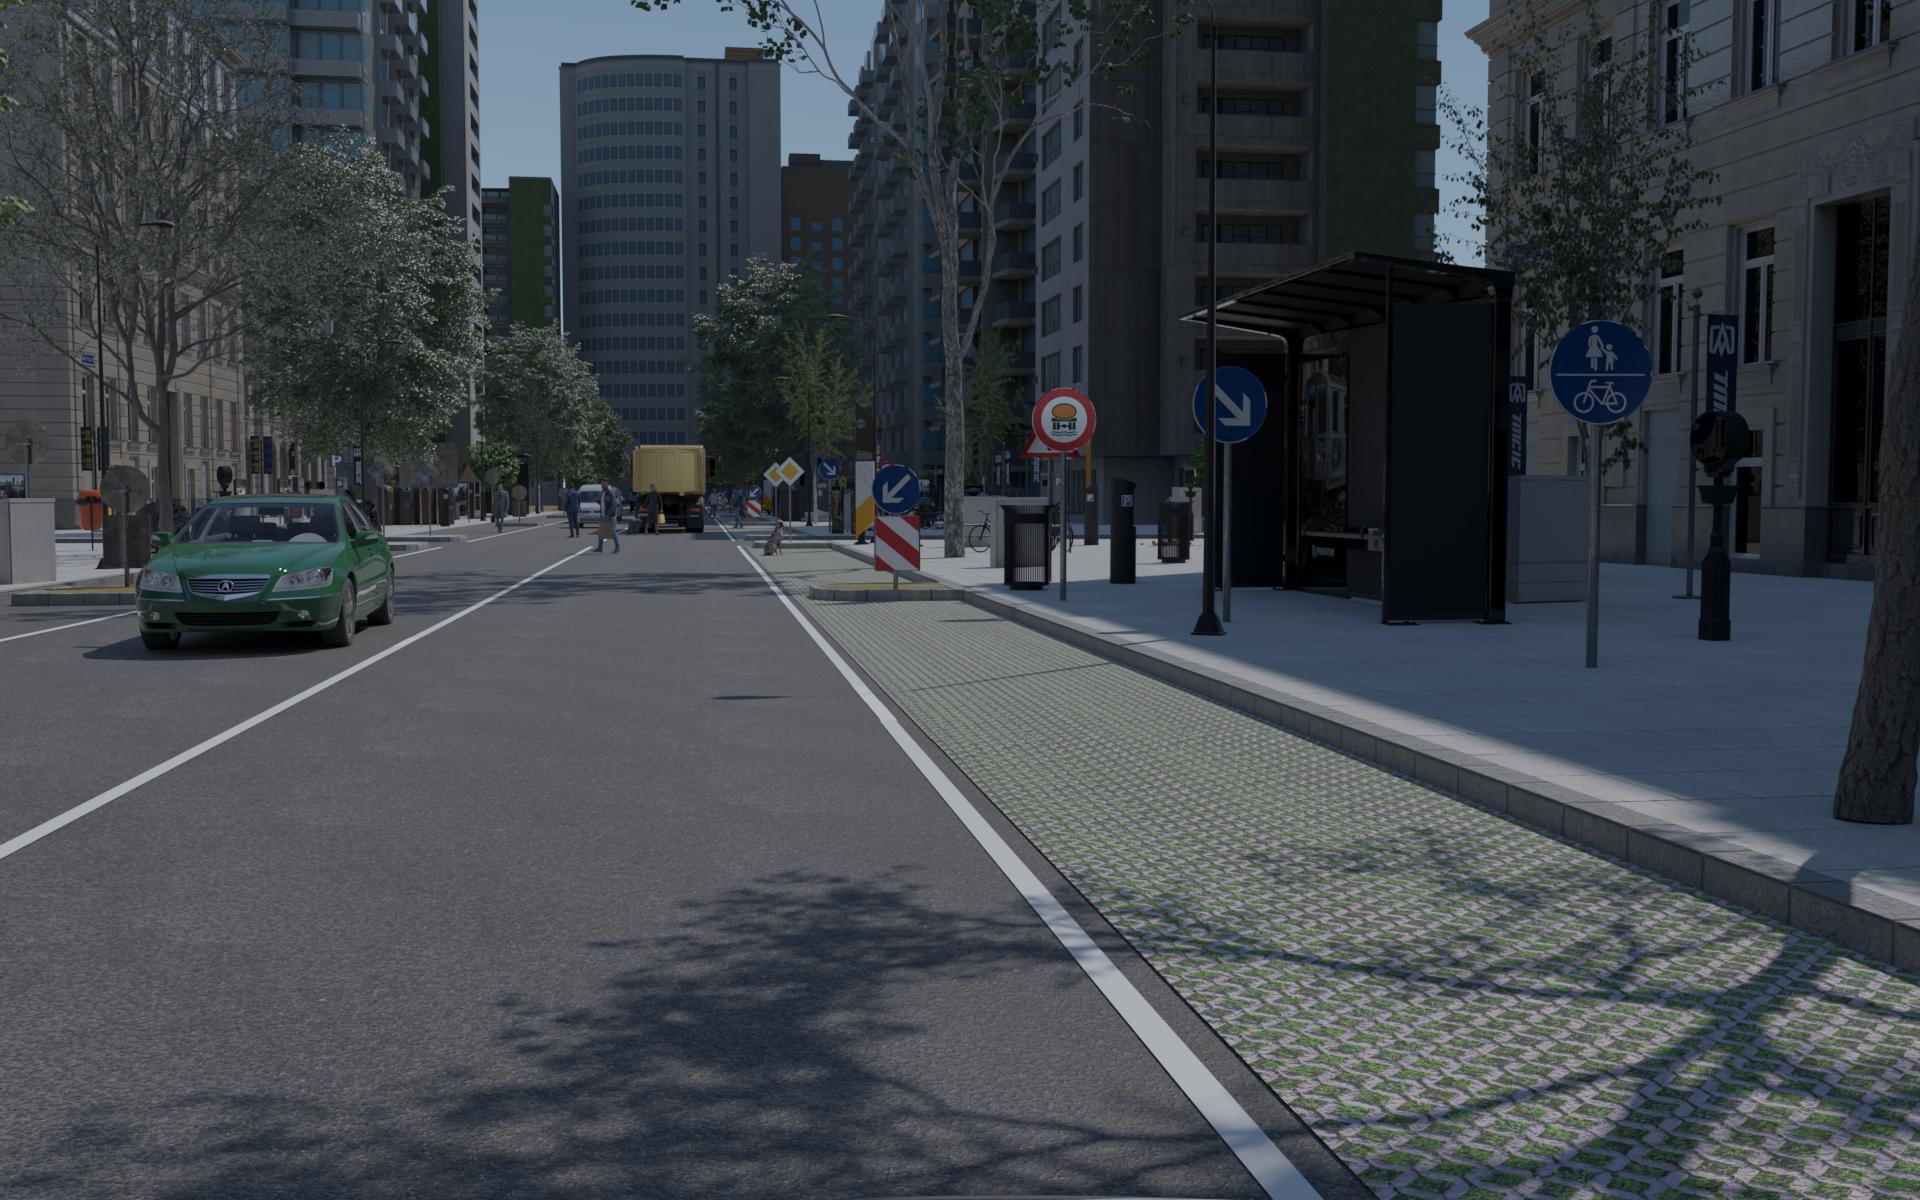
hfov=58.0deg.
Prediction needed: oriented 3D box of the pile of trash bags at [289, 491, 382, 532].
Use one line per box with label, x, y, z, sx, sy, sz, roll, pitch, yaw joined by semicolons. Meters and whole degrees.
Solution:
pile of trash bags;-21.217;-2.975;58.401;3.447;1.369;1.912;1;4;15

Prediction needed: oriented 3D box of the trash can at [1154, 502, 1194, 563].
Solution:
trash can;3.992;-1.265;32.334;0.748;1.137;0.748;0;3;0

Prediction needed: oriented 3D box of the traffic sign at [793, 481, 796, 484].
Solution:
traffic sign;-10.358;-6.461;105.740;0.768;2.556;0.104;0;3;0

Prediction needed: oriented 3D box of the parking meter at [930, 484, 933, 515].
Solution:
parking meter;-1.650;-5.546;96.383;0.255;1.863;0.399;0;4;-7

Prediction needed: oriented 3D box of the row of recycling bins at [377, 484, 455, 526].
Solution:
row of recycling bins;-22.596;-3.936;71.464;1.069;1.692;3.534;3;5;45

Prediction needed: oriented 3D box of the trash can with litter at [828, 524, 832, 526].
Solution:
trash can with litter;-4.704;-3.684;71.295;1.678;1.210;2.233;3;5;42

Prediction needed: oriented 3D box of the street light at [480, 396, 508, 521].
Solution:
street light;-22.148;-6.714;82.308;1.470;5.913;1.316;-1;4;-9

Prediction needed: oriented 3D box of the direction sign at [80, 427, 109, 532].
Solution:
direction sign;-29.162;-4.064;58.436;0.876;3.537;0.379;0;4;-6

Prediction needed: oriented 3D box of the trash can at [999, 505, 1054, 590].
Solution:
trash can;0.891;-0.708;23.231;0.748;1.137;0.748;0;3;0

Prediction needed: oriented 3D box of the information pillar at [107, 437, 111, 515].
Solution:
information pillar;-30.371;-4.303;61.704;0.183;3.616;0.504;-1;4;-14

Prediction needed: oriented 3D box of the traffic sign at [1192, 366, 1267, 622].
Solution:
traffic sign;2.676;-1.052;17.311;0.768;2.556;0.104;-1;4;-8

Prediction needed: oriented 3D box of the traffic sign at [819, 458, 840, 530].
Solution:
traffic sign;-4.627;-3.757;61.535;0.768;2.556;0.104;0;4;-2

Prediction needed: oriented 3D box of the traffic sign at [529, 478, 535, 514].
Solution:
traffic sign;-27.887;-6.744;112.392;0.606;2.300;0.079;0;4;-7

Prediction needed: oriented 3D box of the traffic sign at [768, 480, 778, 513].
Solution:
traffic sign;-10.989;-6.091;101.713;0.606;2.300;0.079;0;4;0

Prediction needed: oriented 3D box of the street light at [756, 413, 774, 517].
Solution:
street light;-11.095;-7.700;98.443;1.470;5.913;1.316;-1;4;-9

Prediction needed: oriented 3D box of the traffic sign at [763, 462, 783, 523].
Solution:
traffic sign;-5.772;-3.099;54.316;0.795;2.450;0.064;-1;4;-9

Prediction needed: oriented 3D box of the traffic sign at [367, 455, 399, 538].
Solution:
traffic sign;-14.933;-2.521;44.853;0.795;2.450;0.064;-1;4;-9

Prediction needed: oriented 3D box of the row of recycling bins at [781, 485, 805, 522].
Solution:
row of recycling bins;-7.824;-4.605;82.407;1.069;1.692;3.534;0;4;4

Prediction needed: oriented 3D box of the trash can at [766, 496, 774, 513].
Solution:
trash can;-12.516;-6.294;114.554;0.748;1.137;0.748;0;3;0

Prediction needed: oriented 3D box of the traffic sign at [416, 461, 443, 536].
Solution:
traffic sign;-16.147;-3.003;52.746;0.795;2.450;0.064;-1;4;-9

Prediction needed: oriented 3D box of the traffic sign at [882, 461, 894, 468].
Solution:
traffic sign;-2.818;-4.121;67.481;0.768;2.556;0.104;0;4;-5

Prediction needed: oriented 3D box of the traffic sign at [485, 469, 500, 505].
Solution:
traffic sign;-24.000;-5.432;88.919;0.768;2.556;0.104;0;4;-5

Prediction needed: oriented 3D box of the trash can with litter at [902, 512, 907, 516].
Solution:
trash can with litter;-3.219;-5.020;93.140;1.678;1.210;2.233;1;4;23

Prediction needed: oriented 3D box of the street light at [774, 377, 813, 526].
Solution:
street light;-6.563;-5.902;69.046;1.470;5.913;1.316;-1;4;-9

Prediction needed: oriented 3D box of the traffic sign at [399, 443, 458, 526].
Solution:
traffic sign;-21.182;-4.598;69.046;2.265;3.308;0.079;0;4;-7

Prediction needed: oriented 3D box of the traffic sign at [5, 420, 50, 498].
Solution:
traffic sign;-16.011;-1.814;29.758;0.768;2.556;0.104;0;4;0

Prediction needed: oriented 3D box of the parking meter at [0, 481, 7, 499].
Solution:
parking meter;-18.023;-1.466;32.380;0.372;1.533;0.369;0;3;0

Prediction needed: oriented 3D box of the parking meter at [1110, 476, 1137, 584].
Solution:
parking meter;2.337;-1.003;24.808;0.372;1.533;0.369;0;3;0

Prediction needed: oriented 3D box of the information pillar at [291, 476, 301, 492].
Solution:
information pillar;-26.916;-4.021;70.241;0.304;2.012;0.304;-1;4;-11

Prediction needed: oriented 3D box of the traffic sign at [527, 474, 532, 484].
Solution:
traffic sign;-26.797;-6.523;106.762;0.768;2.556;0.104;0;4;-8

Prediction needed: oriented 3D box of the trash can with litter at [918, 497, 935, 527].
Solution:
trash can with litter;-1.371;-3.407;67.090;0.624;1.170;1.055;1;4;13

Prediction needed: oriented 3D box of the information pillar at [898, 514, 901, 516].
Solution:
information pillar;-2.531;-3.990;69.724;0.304;2.012;0.304;-2;4;-24

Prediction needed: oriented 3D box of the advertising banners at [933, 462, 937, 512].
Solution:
advertising banners;-1.483;-6.164;96.966;0.090;3.025;2.074;-1;4;-10

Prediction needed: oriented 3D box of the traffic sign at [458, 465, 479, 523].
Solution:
traffic sign;-21.823;-4.704;76.915;0.884;2.594;0.081;0;4;-7

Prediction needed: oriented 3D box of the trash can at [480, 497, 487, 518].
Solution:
trash can;-24.921;-4.786;89.909;0.748;1.137;0.748;0;3;0

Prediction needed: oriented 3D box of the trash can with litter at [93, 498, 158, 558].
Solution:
trash can with litter;-16.296;-1.473;35.145;2.233;1.210;1.678;1;4;22

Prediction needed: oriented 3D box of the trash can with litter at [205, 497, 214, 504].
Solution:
trash can with litter;-24.299;-2.789;56.980;1.055;1.170;0.624;0;4;2

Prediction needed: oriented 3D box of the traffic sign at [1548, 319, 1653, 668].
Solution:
traffic sign;4.669;-0.772;12.728;0.768;2.556;0.104;0;4;-2

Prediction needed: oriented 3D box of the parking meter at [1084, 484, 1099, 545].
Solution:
parking meter;3.297;-2.142;43.441;0.372;1.533;0.369;0;3;0

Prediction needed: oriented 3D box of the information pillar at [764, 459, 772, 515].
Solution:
information pillar;-11.707;-6.982;105.509;0.504;3.616;0.183;-2;4;-28

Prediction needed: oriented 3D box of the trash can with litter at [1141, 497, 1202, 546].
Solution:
trash can with litter;5.376;-1.982;43.465;1.678;1.210;2.233;0;4;7

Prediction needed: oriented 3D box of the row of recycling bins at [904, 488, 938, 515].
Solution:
row of recycling bins;-2.925;-6.062;106.231;3.534;1.692;1.069;-2;4;-33

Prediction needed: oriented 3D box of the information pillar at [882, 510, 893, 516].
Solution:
information pillar;-2.358;-3.214;57.043;0.304;2.012;0.304;2;4;30

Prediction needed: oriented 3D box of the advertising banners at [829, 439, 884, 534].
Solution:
advertising banners;-3.304;-3.620;55.373;2.074;3.025;0.090;2;4;29

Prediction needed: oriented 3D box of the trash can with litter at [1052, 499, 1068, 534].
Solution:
trash can with litter;2.932;-2.705;55.619;1.055;1.170;0.624;0;4;1

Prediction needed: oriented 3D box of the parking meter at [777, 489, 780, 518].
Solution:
parking meter;-9.818;-5.250;94.246;0.372;1.533;0.369;0;3;0

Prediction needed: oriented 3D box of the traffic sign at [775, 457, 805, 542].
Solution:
traffic sign;-4.557;-2.617;46.423;0.795;2.450;0.064;-1;4;-9

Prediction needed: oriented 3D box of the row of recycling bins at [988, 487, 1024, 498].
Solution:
row of recycling bins;2.661;-5.567;98.128;1.069;1.692;3.534;2;4;29

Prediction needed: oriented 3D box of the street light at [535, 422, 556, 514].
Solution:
street light;-26.728;-8.514;111.751;1.470;5.913;1.316;-1;4;-9

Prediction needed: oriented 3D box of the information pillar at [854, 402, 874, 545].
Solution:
information pillar;-2.422;-3.214;43.911;0.504;3.616;0.183;1;4;15

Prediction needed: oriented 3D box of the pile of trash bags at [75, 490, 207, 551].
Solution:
pile of trash bags;-18.523;-1.854;40.058;3.447;1.369;1.912;-2;4;-29

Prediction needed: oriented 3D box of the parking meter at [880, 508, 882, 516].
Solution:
parking meter;-3.876;-4.873;88.090;0.372;1.533;0.369;0;3;0

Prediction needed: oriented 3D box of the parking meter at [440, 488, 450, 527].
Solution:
parking meter;-20.316;-3.663;68.305;0.372;1.533;0.369;0;3;0

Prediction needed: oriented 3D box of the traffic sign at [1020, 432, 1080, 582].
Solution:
traffic sign;1.304;-1.539;25.162;0.884;2.594;0.081;0;4;-2

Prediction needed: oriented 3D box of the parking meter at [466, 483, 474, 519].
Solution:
parking meter;-25.114;-5.080;88.766;0.399;1.863;0.255;-1;4;-18

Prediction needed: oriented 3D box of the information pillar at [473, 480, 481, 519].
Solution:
information pillar;-24.903;-5.186;89.281;0.304;2.012;0.304;-2;4;-28

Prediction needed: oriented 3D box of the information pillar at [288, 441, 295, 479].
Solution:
information pillar;-29.676;-5.236;76.955;0.183;3.616;0.504;0;4;1

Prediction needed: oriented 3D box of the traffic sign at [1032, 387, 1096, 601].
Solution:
traffic sign;1.243;-1.265;20.784;0.768;2.556;0.104;0;4;0

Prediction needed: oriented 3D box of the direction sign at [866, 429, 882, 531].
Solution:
direction sign;-3.158;-4.171;60.195;0.876;3.537;0.379;0;4;-8

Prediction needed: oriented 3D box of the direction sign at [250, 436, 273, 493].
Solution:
direction sign;-27.240;-4.623;67.588;0.379;3.537;0.876;3;5;39
